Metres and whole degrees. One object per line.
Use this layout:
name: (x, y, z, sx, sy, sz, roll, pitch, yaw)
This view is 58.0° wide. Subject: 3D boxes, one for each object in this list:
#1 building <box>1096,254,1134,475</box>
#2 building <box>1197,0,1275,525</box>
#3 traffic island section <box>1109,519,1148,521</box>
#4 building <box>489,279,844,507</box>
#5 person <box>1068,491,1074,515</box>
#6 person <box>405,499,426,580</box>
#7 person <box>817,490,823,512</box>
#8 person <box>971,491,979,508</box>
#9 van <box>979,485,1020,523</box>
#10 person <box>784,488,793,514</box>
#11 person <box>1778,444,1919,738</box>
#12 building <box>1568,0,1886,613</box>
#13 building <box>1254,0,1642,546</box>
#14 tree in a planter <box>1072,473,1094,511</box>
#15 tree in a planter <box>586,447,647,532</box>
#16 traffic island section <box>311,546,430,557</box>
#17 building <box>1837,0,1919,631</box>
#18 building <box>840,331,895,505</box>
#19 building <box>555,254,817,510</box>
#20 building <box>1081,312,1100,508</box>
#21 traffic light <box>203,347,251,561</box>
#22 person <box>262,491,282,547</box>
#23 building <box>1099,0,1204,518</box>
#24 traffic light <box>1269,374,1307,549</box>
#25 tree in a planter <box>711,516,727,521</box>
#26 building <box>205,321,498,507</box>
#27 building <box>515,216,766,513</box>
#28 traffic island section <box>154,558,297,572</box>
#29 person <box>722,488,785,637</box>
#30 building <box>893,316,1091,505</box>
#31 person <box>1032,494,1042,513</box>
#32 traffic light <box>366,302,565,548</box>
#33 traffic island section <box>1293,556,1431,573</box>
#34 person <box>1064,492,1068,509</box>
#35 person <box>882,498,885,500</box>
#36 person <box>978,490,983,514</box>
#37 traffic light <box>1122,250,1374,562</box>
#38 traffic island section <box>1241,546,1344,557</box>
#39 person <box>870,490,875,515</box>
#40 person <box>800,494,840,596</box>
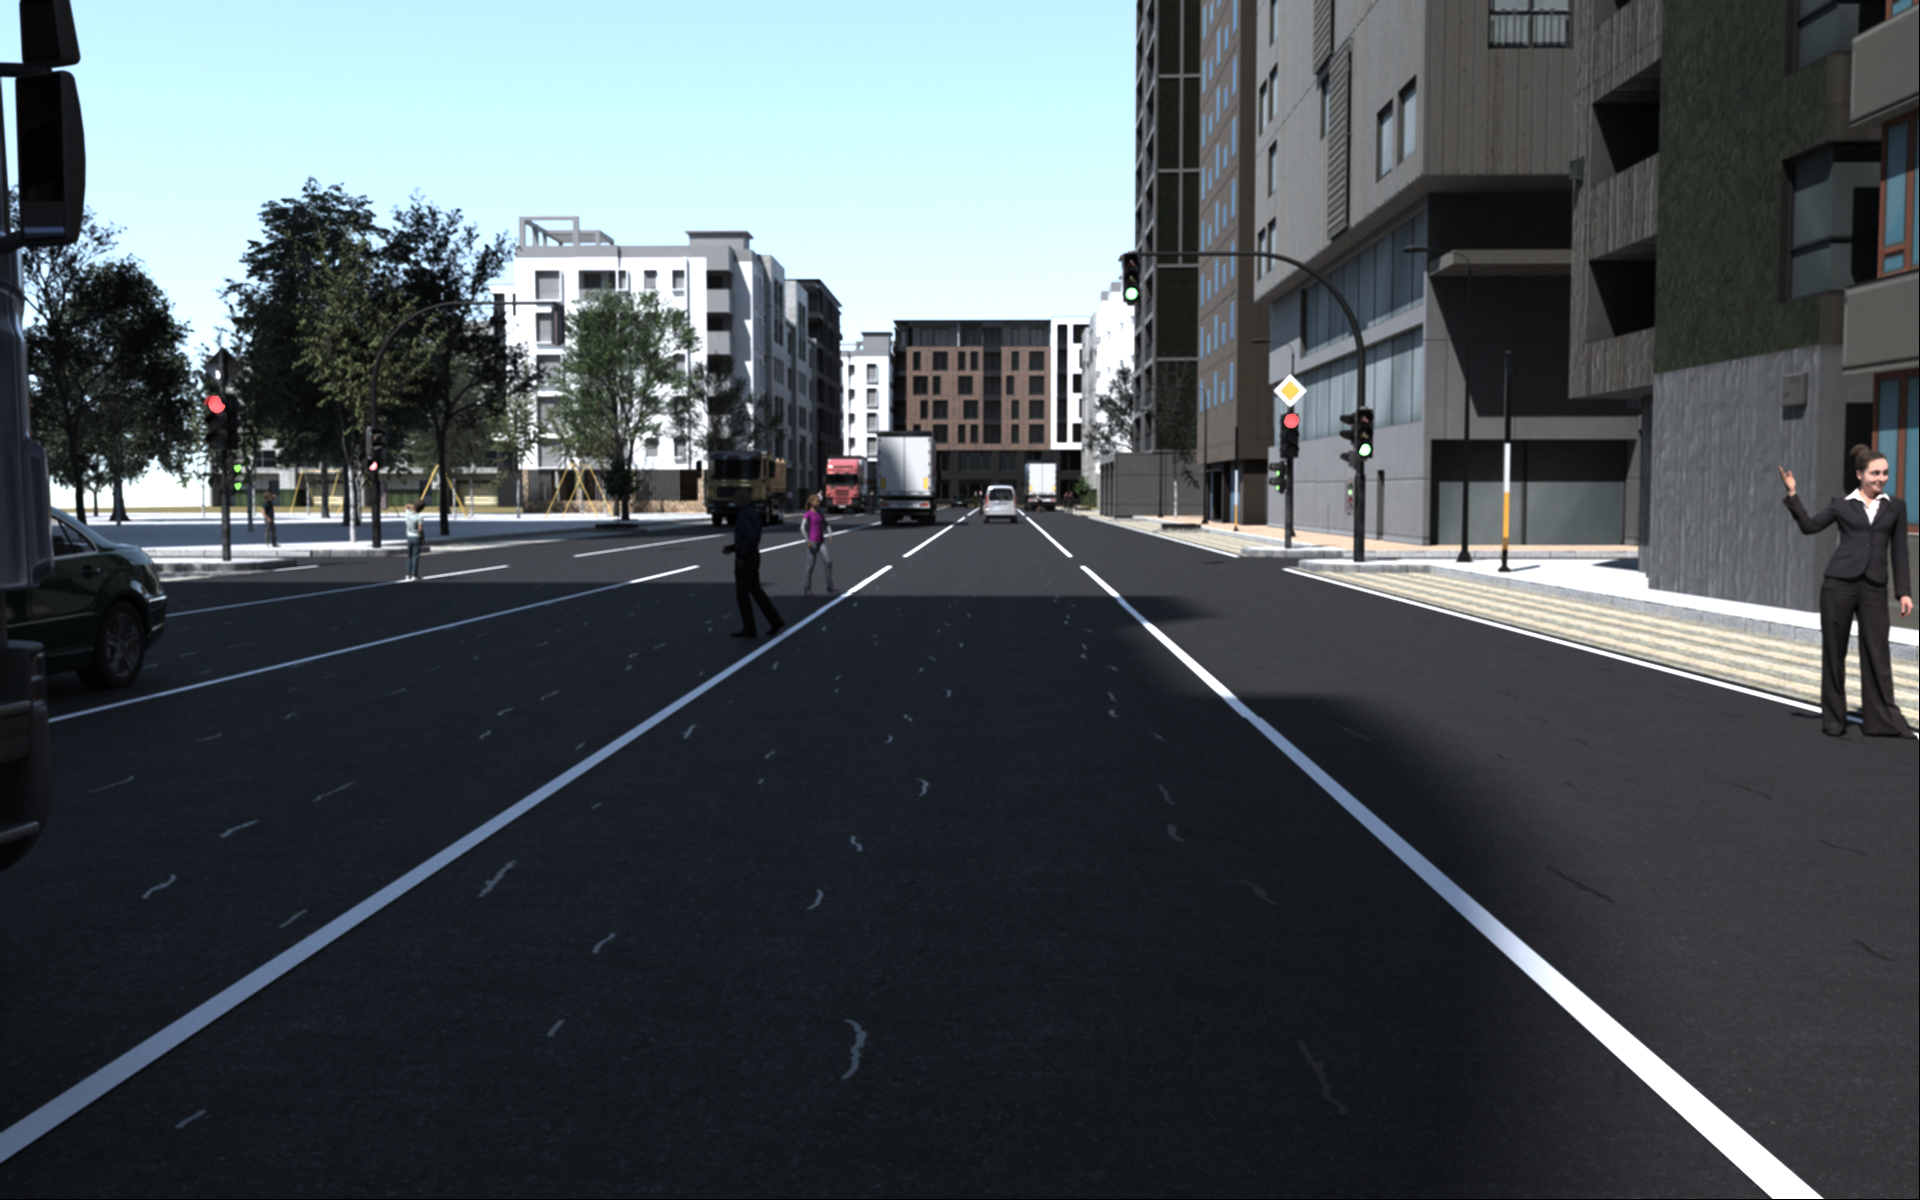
building: (19.329, -17.465, 141.966, 16.016, 20.091, 11.380, 0, 4, 1)
building: (18.315, -26.063, 76.233, 14.600, 45.320, 14.200, 0, 4, 1)
traffic island section: (8.931, -4.246, 92.282, 1.991, 0.108, 1.994, 0, 4, 1)
building: (-29.236, -20.482, 178.861, 32.646, 21.610, 27.936, 0, 4, 1)
person: (7.790, -6.824, 121.545, 0.415, 1.643, 0.593, 1, 4, 22)
person: (-9.090, -1.006, 28.854, 0.435, 1.345, 0.340, 1, 4, 10)
person: (-9.826, -6.888, 122.049, 0.436, 1.711, 0.756, 3, 5, 40)
person: (1.575, -10.499, 180.889, 0.721, 1.736, 1.217, 3, 4, 37)
van: (1.985, -4.846, 86.250, 2.013, 2.044, 4.112, 0, 4, 0)
person: (-12.338, -7.089, 124.278, 0.599, 1.838, 0.709, 2, 4, 34)
person: (5.208, -0.054, 10.180, 0.742, 1.727, 0.445, -1, 4, -14)
building: (16.378, -15.458, 24.438, 14.160, 30.474, 14.107, 0, 4, 1)
building: (23.961, -28.307, 52.064, 27.495, 52.752, 28.713, 0, 4, 1)
tree in a planter: (10.101, -8.878, 142.385, 1.991, 3.239, 1.994, 0, 4, 1)
tree in a planter: (-12.990, -4.190, 65.735, 1.991, 3.239, 1.994, 0, 4, 1)
traffic island section: (-13.888, -1.157, 41.194, 2.009, 0.180, 2.903, 0, 4, 1)
building: (22.532, -9.632, 2.521, 27.650, 21.520, 28.899, 0, 4, 1)
building: (-13.480, -21.492, 207.820, 11.380, 20.091, 16.016, 0, 4, 1)
building: (-21.902, -16.961, 143.773, 16.747, 18.905, 31.486, 0, 4, 1)
building: (21.470, -18.940, 176.129, 16.747, 18.905, 31.486, 0, 4, 1)
traffic light: (-14.034, -2.701, 33.075, 0.839, 4.253, 0.868, 0, 4, 1)
person: (-16.612, -1.947, 41.784, 0.340, 1.345, 0.435, 0, 4, -5)
building: (19.373, -40.708, 103.833, 20.563, 71.187, 20.611, 0, 4, 1)
traffic light: (7.687, -3.159, 40.574, 0.839, 4.253, 0.868, 0, 4, 1)
tree in a planter: (-12.346, -5.911, 93.866, 1.991, 3.239, 1.994, 0, 4, 1)
building: (-61.163, -19.501, 185.292, 31.486, 18.905, 16.747, 0, 4, 1)
building: (-21.857, -16.263, 122.318, 16.016, 20.091, 11.380, 0, 4, 1)
traffic island section: (-14.074, -0.669, 33.211, 2.009, 0.180, 2.903, 0, 4, 1)
person: (-2.166, -0.385, 17.495, 0.600, 1.496, 0.574, 2, 4, 33)
building: (8.670, -22.595, 213.395, 32.646, 21.610, 27.936, 0, 4, 1)
person: (5.797, -7.233, 129.956, 0.628, 1.438, 0.799, 1, 4, 23)
traffic light: (-11.755, -4.060, 41.045, 4.771, 5.953, 1.251, 0, 4, 1)
traffic island section: (7.541, -0.638, 32.704, 2.009, 0.180, 2.903, 0, 4, 1)
person: (10.183, -9.517, 165.566, 0.415, 1.643, 0.593, 0, 4, -4)
person: (-5.329, -6.739, 119.399, 0.721, 1.735, 1.217, 0, 4, -1)
person: (1.420, -6.878, 121.762, 0.445, 1.727, 0.742, -1, 4, -13)
traffic light: (5.408, -3.537, 32.499, 4.771, 5.953, 1.251, 0, 4, 1)
traffic island section: (7.727, -1.126, 40.687, 2.009, 0.180, 2.903, 0, 4, 1)
person: (-6.054, -6.810, 120.641, 0.445, 1.727, 0.742, -1, 4, -23)
person: (-1.909, -0.766, 24.254, 0.776, 1.435, 0.726, 3, 4, 38)
